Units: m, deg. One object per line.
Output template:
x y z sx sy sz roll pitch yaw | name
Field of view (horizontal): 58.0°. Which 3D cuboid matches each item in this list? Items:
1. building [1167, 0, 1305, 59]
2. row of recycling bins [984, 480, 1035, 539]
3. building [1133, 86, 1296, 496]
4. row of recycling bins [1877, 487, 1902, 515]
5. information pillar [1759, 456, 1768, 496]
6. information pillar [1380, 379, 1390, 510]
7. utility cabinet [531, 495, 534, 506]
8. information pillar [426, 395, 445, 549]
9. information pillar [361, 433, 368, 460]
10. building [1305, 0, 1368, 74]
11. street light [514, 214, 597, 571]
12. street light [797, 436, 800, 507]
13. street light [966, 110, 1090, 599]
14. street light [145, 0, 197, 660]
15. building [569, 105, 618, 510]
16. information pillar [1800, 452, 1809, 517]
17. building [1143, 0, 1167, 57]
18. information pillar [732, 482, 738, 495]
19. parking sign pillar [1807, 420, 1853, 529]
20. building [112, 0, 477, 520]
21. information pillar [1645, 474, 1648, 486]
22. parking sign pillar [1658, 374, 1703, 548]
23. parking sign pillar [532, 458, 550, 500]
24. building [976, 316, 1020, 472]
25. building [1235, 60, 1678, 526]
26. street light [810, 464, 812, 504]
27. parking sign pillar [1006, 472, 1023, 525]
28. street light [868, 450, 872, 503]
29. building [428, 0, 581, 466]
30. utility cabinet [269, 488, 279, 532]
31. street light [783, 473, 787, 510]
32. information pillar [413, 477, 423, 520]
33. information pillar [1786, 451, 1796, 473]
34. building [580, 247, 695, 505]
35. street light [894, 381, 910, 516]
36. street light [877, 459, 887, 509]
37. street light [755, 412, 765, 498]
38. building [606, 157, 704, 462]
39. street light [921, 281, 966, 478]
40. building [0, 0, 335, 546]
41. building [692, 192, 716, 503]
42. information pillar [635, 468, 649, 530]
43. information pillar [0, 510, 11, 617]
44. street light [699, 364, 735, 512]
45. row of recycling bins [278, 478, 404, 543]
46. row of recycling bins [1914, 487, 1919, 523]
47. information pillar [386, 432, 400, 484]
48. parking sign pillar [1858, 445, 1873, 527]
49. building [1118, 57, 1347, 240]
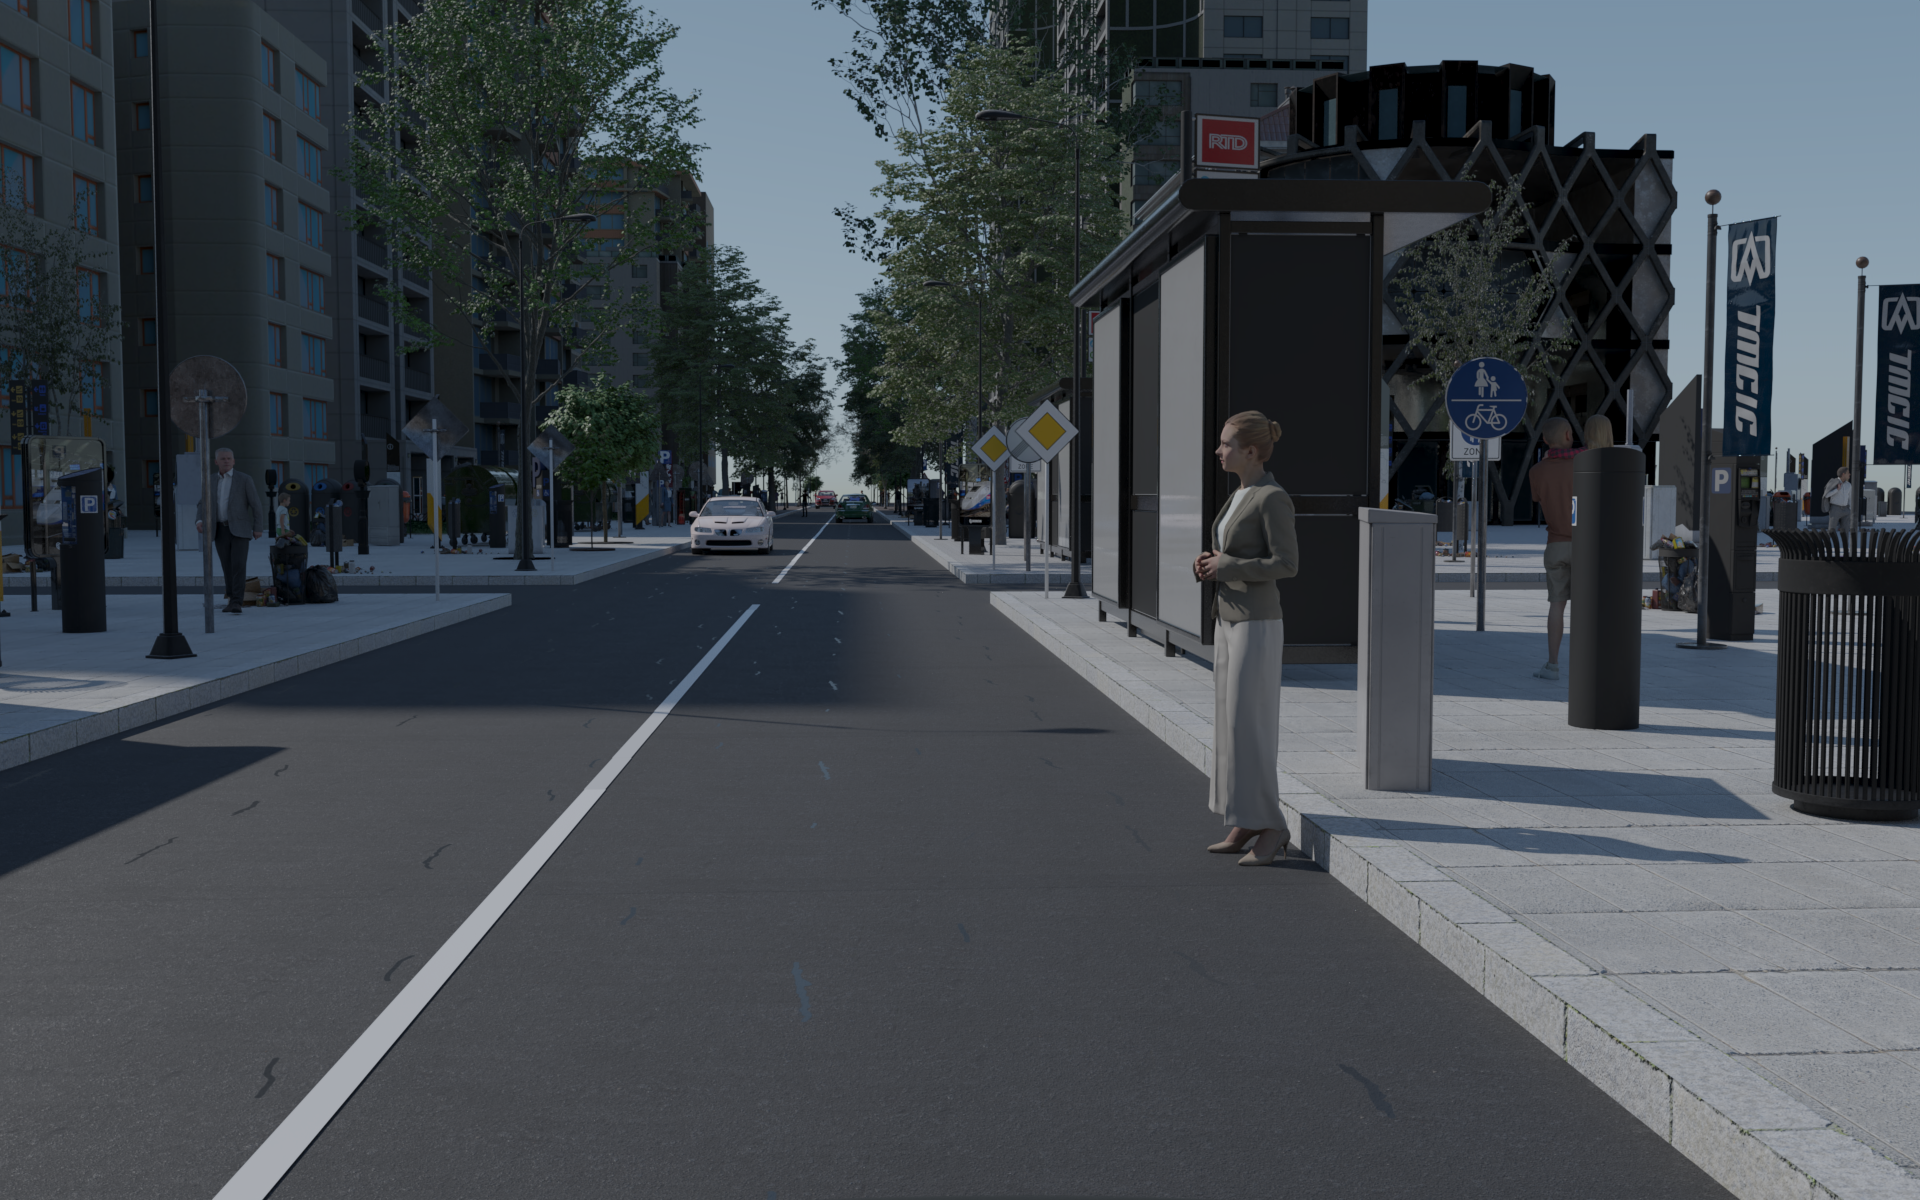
17.866 -43.878 155.660 20.563 71.187 20.611 0 4 -4 | building
2.275 -2.641 50.291 3.534 1.692 1.069 0 4 4 | row of recycling bins
16.922 -15.831 94.994 11.583 22.565 21.152 0 4 -4 | building
55.477 -6.020 105.542 3.534 1.692 1.069 3 5 44 | row of recycling bins
39.639 -5.760 85.530 0.504 3.616 0.183 -1 4 -21 | information pillar
7.605 -2.460 31.568 0.504 3.616 0.183 -2 4 -33 | information pillar
-22.242 -4.728 88.467 0.306 1.237 1.020 2 4 35 | utility cabinet
-12.340 -3.015 40.642 0.183 3.616 0.504 1 4 15 | information pillar
-22.934 -4.613 66.780 0.183 3.616 0.504 -3 4 -37 | information pillar
18.727 -42.621 135.102 20.563 71.187 20.611 0 4 -4 | building
-6.722 -3.442 28.826 1.470 5.913 1.316 0 4 -4 | street light
-13.475 -10.141 138.350 1.470 5.913 1.316 0 4 -4 | street light
0.886 -2.973 21.146 1.470 5.913 1.316 0 4 -4 | street light
-5.651 -2.502 13.443 1.470 5.913 1.316 0 4 -4 | street light
-44.516 -27.537 142.117 32.217 40.220 23.993 0 4 -4 | building
47.328 -6.474 97.205 0.183 3.616 0.504 -3 4 -38 | information pillar
13.408 -47.654 217.396 20.563 71.187 20.611 0 4 -4 | building
-13.285 -5.982 102.298 0.304 2.012 0.304 -3 4 -36 | information pillar
31.776 -4.570 63.186 1.447 3.967 1.447 1 4 21 | parking sign pillar
-35.793 -39.602 85.748 20.563 71.187 20.611 0 4 -4 | building
25.524 -3.686 64.766 0.304 2.012 0.304 2 4 27 | information pillar
16.584 -3.131 39.668 1.447 3.967 1.447 -1 4 -13 | parking sign pillar
-22.174 -6.316 91.743 1.447 3.967 1.447 -3 4 -36 | parking sign pillar
8.054 -29.716 257.559 14.160 30.474 14.107 0 4 -4 | building
20.316 -12.776 76.338 16.820 18.784 16.811 0 4 -4 | building
-15.479 -12.148 171.155 1.470 5.913 1.316 0 4 -4 | street light
2.379 -5.149 72.658 1.447 3.967 1.447 0 4 -4 | parking sign pillar
-6.898 -10.712 147.685 1.470 5.913 1.316 0 4 -4 | street light
-37.236 -28.218 115.996 22.147 44.769 28.867 0 4 -4 | building
-22.860 -3.013 57.936 0.318 1.500 1.173 -2 4 -29 | utility cabinet
-11.364 -8.100 104.982 1.470 5.913 1.316 0 4 -4 | street light
-23.266 -4.273 74.348 0.304 2.012 0.304 0 4 -1 | information pillar
44.982 -6.269 93.848 0.504 3.616 0.183 1 4 13 | information pillar
-39.461 -26.600 206.618 14.160 30.474 14.107 0 4 -4 | building
-2.075 -6.007 70.760 1.470 5.913 1.316 0 4 -4 | street light
-4.090 -8.014 103.565 1.470 5.913 1.316 0 4 -4 | street light
-10.732 -7.527 95.604 1.470 5.913 1.316 0 4 -4 | street light
-45.551 -35.026 227.295 22.147 44.769 28.867 0 4 -4 | building
-0.100 -3.998 37.910 1.470 5.913 1.316 0 4 -4 | street light
-38.199 -12.802 54.360 27.650 21.520 28.899 0 4 -4 | building
-42.717 -36.629 248.987 14.600 45.320 14.200 0 4 -4 | building
-11.504 -4.355 62.554 0.504 3.616 0.183 -2 4 -30 | information pillar
-10.196 -1.633 18.047 0.504 3.616 0.183 2 4 28 | information pillar
-8.759 -5.481 62.151 1.470 5.913 1.316 0 4 -4 | street light
-16.258 -2.348 45.501 3.534 1.692 1.069 1 4 11 | row of recycling bins
43.293 -4.154 75.027 1.069 1.692 3.534 -3 5 -43 | row of recycling bins
-21.325 -4.514 65.166 0.504 3.616 0.183 -1 4 -16 | information pillar
35.644 -4.928 69.038 1.447 3.967 1.447 1 4 13 | parking sign pillar
17.680 -21.220 118.650 14.160 30.474 14.107 0 4 -4 | building
